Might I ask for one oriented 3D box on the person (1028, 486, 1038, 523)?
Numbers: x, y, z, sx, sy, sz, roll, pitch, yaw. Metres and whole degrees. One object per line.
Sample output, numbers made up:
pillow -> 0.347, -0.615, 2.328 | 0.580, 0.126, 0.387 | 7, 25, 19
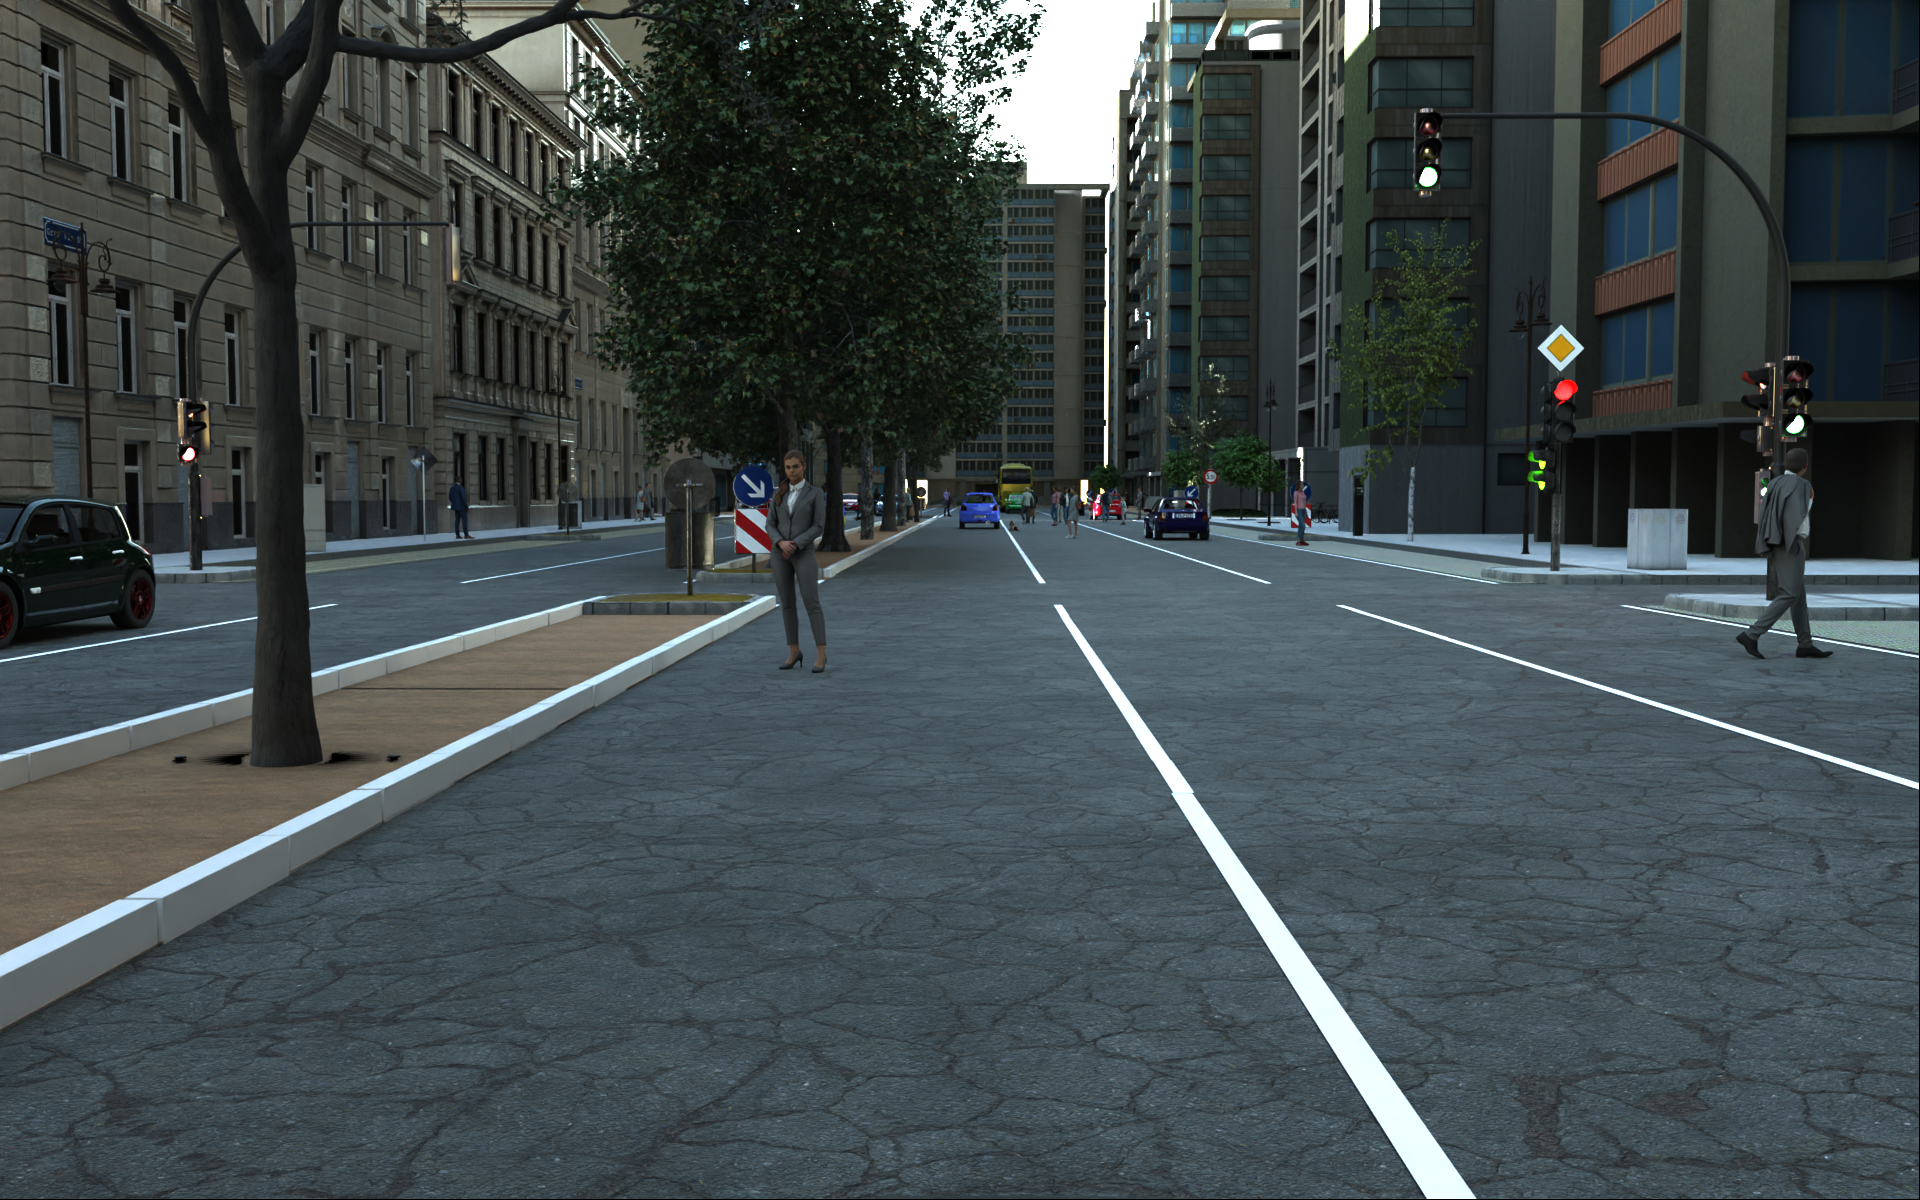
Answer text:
person -> 3.500, -4.699, 85.103 | 0.659, 1.850, 0.755 | 0, 4, -8

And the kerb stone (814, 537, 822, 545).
kerb stone -> -4.106, -1.740, 50.649 | 0.120, 0.150, 1.000 | 0, 4, 1

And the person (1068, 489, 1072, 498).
person -> 7.184, -6.321, 112.530 | 0.721, 1.739, 1.217 | 2, 4, 26

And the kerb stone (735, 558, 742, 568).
kerb stone -> -4.348, -0.673, 33.193 | 0.120, 0.150, 1.000 | 0, 4, 1

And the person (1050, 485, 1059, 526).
person -> 4.295, -4.286, 78.581 | 0.388, 1.821, 0.555 | -2, 4, -34

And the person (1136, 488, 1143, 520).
person -> 10.036, -5.433, 97.607 | 0.573, 1.790, 0.520 | -2, 4, -27

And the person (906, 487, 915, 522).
person -> -2.628, -4.784, 87.207 | 0.515, 1.767, 0.782 | -3, 4, -36

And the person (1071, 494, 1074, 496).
person -> 11.715, -10.444, 180.087 | 1.217, 1.723, 0.721 | 3, 5, 41

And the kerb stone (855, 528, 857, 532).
kerb stone -> -3.949, -2.492, 62.946 | 0.120, 0.150, 1.000 | 0, 4, 1

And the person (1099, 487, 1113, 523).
person -> 7.338, -4.765, 86.748 | 0.623, 1.781, 0.721 | -1, 4, -14

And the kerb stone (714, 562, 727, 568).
kerb stone -> -4.361, -0.547, 31.146 | 0.120, 0.150, 1.000 | 0, 4, 1

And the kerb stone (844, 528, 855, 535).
kerb stone -> -3.957, -2.427, 61.924 | 0.120, 0.150, 1.000 | 0, 4, 1

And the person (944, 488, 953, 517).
person -> -0.700, -6.201, 109.748 | 0.599, 1.838, 0.709 | 3, 5, 40

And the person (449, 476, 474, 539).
person -> -14.356, -2.662, 49.742 | 0.721, 1.800, 0.419 | 2, 4, 24

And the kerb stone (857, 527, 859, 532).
kerb stone -> -3.937, -2.555, 63.968 | 0.120, 0.150, 1.000 | 0, 4, 1

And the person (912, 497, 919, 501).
person -> -3.507, -7.828, 139.750 | 1.065, 1.426, 0.557 | 0, 4, 6

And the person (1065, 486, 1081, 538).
person -> 3.706, -2.862, 56.302 | 0.522, 1.701, 0.512 | 1, 4, 12

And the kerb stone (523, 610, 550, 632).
kerb stone -> -4.535, 0.244, 18.278 | 0.120, 0.150, 1.000 | 0, 4, 1

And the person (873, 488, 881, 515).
person -> -5.683, -6.698, 118.034 | 1.348, 1.821, 0.705 | 1, 4, 12

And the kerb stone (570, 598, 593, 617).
kerb stone -> -4.506, 0.114, 20.329 | 0.120, 0.150, 1.000 | 0, 4, 1

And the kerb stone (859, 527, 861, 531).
kerb stone -> -3.922, -2.616, 64.994 | 0.120, 0.150, 1.000 | 0, 4, 1

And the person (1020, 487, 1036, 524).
person -> 3.267, -4.507, 82.668 | 0.782, 1.767, 0.515 | -1, 4, -23

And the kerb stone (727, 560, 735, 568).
kerb stone -> -4.352, -0.605, 32.169 | 0.120, 0.150, 1.000 | 0, 4, 1

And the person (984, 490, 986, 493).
person -> 1.735, -7.047, 124.240 | 1.217, 1.766, 0.721 | 1, 4, 21

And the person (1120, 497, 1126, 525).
person -> 7.556, -4.130, 80.298 | 0.394, 1.301, 0.425 | -2, 4, -30

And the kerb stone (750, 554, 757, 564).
kerb stone -> -4.312, -0.797, 35.242 | 0.120, 0.150, 1.000 | 0, 4, 1

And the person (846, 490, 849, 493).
person -> -9.611, -8.421, 146.706 | 0.721, 1.766, 1.217 | 3, 5, 43

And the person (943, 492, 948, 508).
person -> -1.361, -10.115, 174.684 | 0.742, 1.727, 0.445 | 1, 4, 17

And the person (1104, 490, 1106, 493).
person -> 11.371, -7.681, 134.755 | 0.551, 1.740, 0.621 | 2, 4, 32

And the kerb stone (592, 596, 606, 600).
kerb stone -> -4.495, 0.058, 21.356 | 0.120, 0.150, 1.000 | 0, 4, 1

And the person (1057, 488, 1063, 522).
person -> 5.046, -4.829, 87.998 | 0.519, 1.759, 0.362 | -1, 4, -20

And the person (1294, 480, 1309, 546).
person -> 9.375, -2.396, 47.682 | 0.388, 1.821, 0.555 | 2, 4, 34

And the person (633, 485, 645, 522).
person -> -14.912, -4.500, 80.616 | 0.522, 1.701, 0.512 | 1, 4, 15

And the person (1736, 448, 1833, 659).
person -> 7.219, -0.397, 15.085 | 0.850, 1.850, 0.679 | 0, 4, 5

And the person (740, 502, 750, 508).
person -> -10.667, -4.766, 86.206 | 0.659, 1.850, 0.755 | -1, 4, -20

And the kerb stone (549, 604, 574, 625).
kerb stone -> -4.511, 0.179, 19.307 | 0.120, 0.150, 1.000 | 0, 4, 1

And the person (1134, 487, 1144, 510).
person -> 14.606, -8.257, 141.026 | 0.705, 1.826, 1.348 | -2, 4, -29

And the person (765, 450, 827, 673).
person -> -1.338, -0.324, 14.076 | 0.520, 1.790, 0.573 | 0, 4, 0

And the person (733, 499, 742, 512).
person -> -10.549, -4.202, 82.221 | 0.505, 1.210, 0.382 | 0, 4, 0

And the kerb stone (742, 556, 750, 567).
kerb stone -> -4.326, -0.735, 34.220 | 0.120, 0.150, 1.000 | 0, 4, 1

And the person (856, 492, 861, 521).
person -> -5.161, -5.118, 92.138 | 0.622, 1.834, 0.822 | -2, 4, -33

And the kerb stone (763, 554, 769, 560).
kerb stone -> -4.280, -0.923, 37.298 | 0.120, 0.150, 1.000 | 0, 4, 1

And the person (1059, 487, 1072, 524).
person -> 5.001, -4.451, 81.618 | 0.623, 1.781, 0.721 | -3, 4, -39

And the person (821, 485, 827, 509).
person -> -5.704, -3.840, 71.542 | 0.793, 1.790, 0.793 | 2, 4, 30

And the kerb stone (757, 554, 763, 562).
kerb stone -> -4.298, -0.854, 36.276 | 0.120, 0.150, 1.000 | 0, 4, 1

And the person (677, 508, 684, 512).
person -> -14.044, -4.669, 87.059 | 0.373, 1.253, 0.362 | -1, 4, -13

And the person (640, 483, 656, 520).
person -> -15.213, -4.792, 84.489 | 0.767, 1.812, 0.694 | 1, 4, 9
